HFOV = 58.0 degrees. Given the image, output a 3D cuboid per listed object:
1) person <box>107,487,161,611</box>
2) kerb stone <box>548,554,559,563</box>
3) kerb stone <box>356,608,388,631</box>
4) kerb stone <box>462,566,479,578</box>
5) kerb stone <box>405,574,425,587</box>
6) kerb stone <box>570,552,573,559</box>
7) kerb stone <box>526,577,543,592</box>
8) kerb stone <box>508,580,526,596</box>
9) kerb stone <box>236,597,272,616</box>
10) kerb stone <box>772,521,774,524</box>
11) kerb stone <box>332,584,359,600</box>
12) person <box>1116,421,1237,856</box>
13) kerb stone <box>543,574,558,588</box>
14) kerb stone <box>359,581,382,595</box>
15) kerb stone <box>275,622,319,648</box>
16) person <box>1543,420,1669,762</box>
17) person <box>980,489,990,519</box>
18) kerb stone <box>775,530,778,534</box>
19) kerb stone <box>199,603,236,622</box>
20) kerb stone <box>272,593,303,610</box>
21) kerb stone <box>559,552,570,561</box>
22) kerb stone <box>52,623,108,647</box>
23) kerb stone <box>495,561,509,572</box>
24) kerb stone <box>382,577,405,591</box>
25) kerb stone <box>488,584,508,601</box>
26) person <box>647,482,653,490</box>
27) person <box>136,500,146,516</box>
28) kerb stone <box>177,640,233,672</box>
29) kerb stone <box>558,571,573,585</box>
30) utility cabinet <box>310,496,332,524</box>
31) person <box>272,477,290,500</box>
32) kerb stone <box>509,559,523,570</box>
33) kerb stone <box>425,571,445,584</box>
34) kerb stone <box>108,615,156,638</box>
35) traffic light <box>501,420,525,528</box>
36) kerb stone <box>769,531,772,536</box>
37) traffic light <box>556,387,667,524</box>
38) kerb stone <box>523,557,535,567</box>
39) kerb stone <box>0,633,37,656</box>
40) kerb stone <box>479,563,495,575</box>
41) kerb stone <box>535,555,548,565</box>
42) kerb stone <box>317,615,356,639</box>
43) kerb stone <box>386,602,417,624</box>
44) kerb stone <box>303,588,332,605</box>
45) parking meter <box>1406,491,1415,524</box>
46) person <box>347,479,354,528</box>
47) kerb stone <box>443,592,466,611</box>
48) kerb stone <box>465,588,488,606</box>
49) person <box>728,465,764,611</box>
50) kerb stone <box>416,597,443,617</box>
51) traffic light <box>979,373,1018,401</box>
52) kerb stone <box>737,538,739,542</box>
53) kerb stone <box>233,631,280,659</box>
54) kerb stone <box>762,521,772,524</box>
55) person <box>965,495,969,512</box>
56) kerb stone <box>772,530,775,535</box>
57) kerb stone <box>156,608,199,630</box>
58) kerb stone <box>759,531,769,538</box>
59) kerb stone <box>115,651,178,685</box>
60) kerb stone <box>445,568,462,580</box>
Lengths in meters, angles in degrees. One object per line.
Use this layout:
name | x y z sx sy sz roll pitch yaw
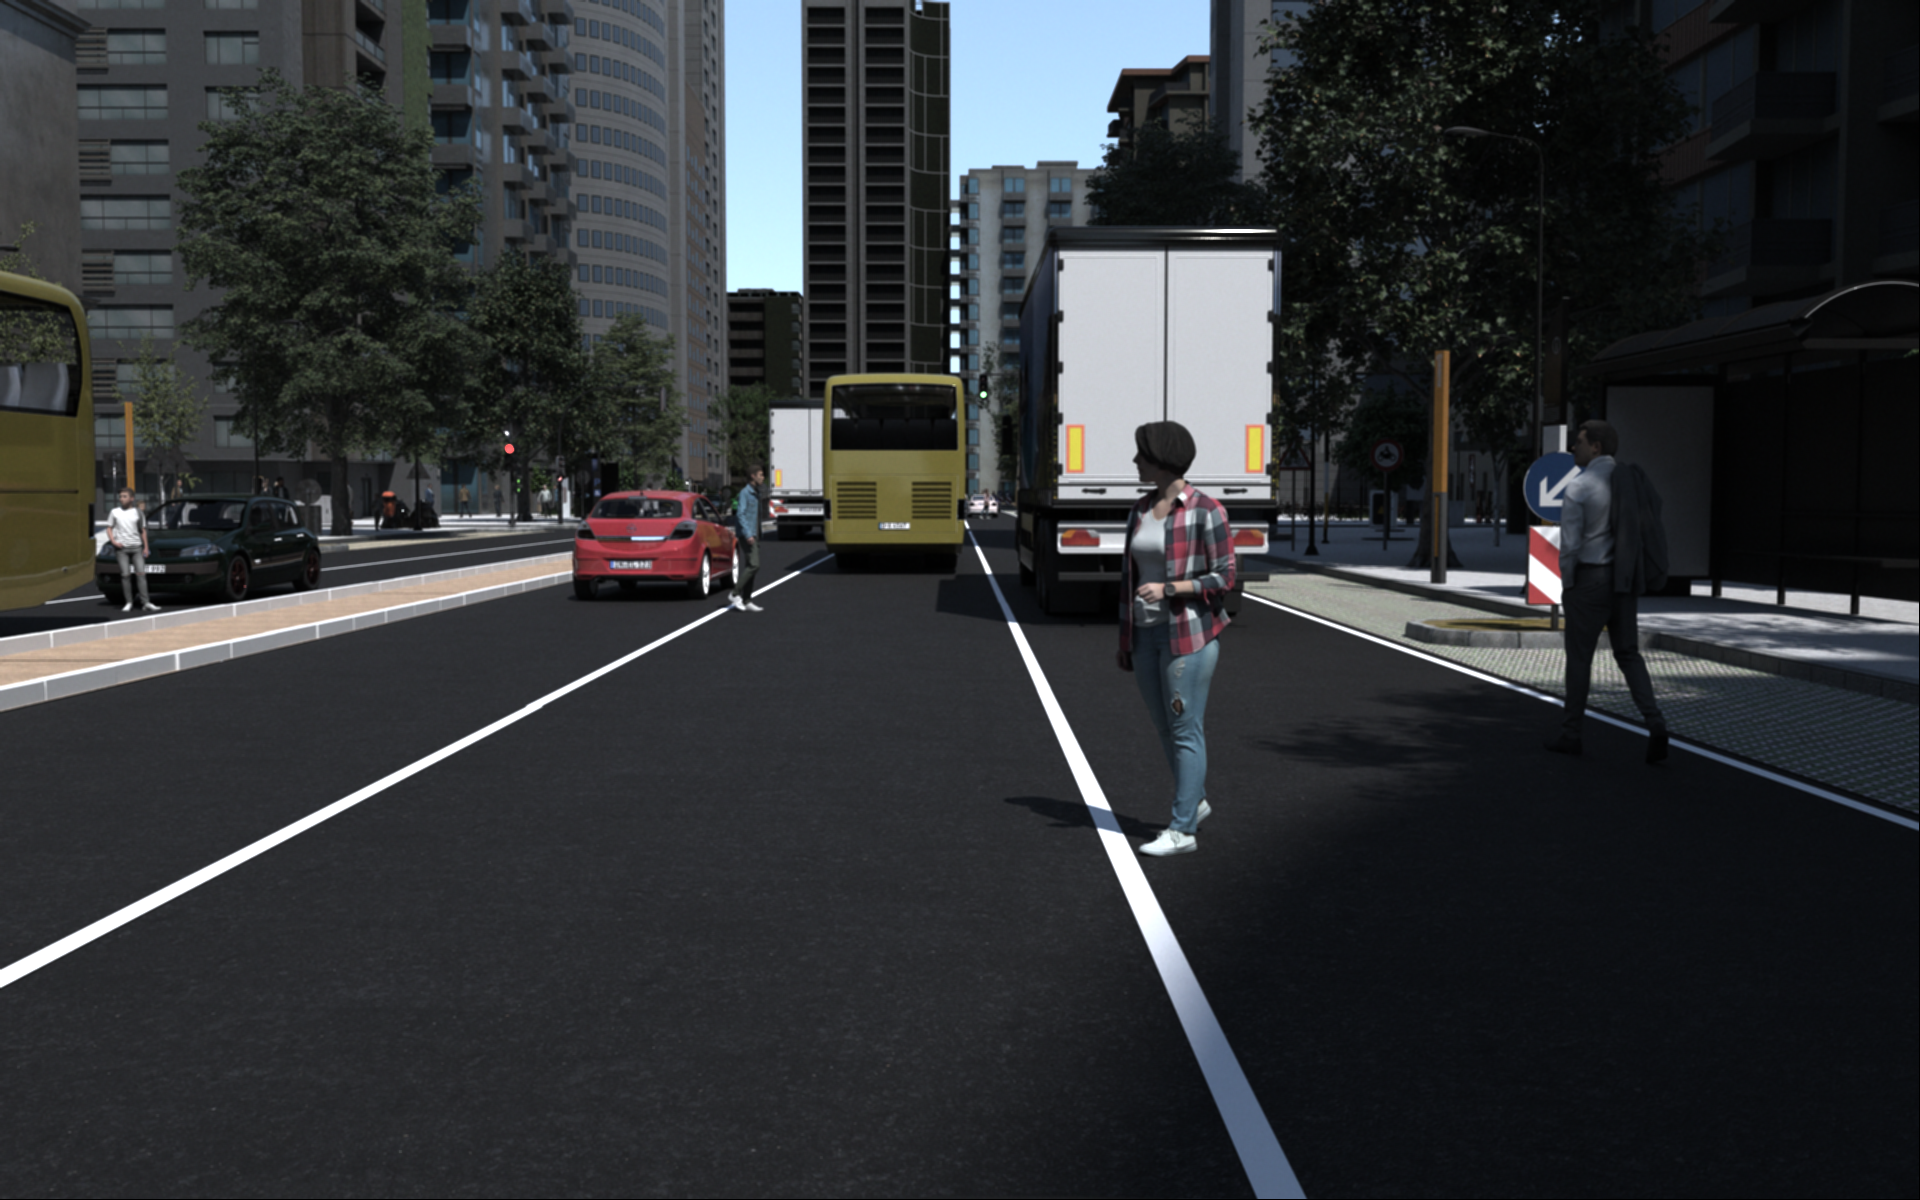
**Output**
person | -10.137 -0.620 21.233 0.523 1.515 0.503 2 4 27
kerb stone | -8.566 -0.844 36.031 0.120 0.150 1.000 0 4 0
kerb stone | -6.384 0.223 18.573 0.120 0.150 1.000 0 4 0
kerb stone | -8.535 -0.468 29.862 0.120 0.150 1.000 0 4 0
kerb stone | -8.525 -0.281 26.784 0.120 0.150 1.000 0 4 0
kerb stone | -8.574 -0.970 38.075 0.120 0.150 1.000 0 4 0
kerb stone | -6.412 -0.214 25.729 0.120 0.150 1.000 0 4 0
kerb stone | -6.412 -0.153 24.707 0.120 0.150 1.000 0 4 0
kerb stone | -8.492 0.098 20.646 0.120 0.150 1.000 0 4 0
kerb stone | -8.758 -3.512 79.610 0.120 0.150 1.000 0 4 0
kerb stone | -8.502 -0.093 23.718 0.120 0.150 1.000 0 4 0
person | 0.887 0.144 6.989 0.643 1.720 0.563 -2 4 -35
kerb stone | -6.421 -0.279 26.759 0.120 0.150 1.000 0 4 0
kerb stone | -8.516 -0.156 24.741 0.120 0.150 1.000 0 4 0
kerb stone | -6.380 0.347 16.517 0.120 0.150 1.000 0 4 0
person | 3.530 -0.048 9.378 0.679 1.850 0.850 -1 4 -21
person | 1.472 -5.630 101.134 0.643 1.750 0.593 1 4 12
kerb stone | -6.571 -2.348 60.580 0.120 0.150 1.000 0 4 0
kerb stone | -8.498 0.157 19.623 0.120 0.150 1.000 0 4 0
kerb stone | -8.500 0.034 21.667 0.120 0.150 1.000 0 4 0
kerb stone | -8.572 -0.909 37.053 0.120 0.150 1.000 0 4 0
kerb stone | -8.474 0.345 16.554 0.120 0.150 1.000 0 4 0
kerb stone | -8.545 -0.595 31.921 0.120 0.150 1.000 0 4 0
kerb stone | -8.516 -0.214 25.763 0.120 0.150 1.000 0 4 0
kerb stone | -6.408 -0.091 23.685 0.120 0.150 1.000 0 4 0
person | -11.141 -3.258 61.607 0.661 1.843 0.795 3 5 40
person | -16.490 -1.352 34.882 0.640 1.303 0.475 -2 4 -32
kerb stone | -6.362 0.472 14.474 0.120 0.150 1.000 0 4 0
kerb stone | -6.420 -0.340 27.781 0.120 0.150 1.000 0 4 0
utility cabinet | -27.274 -3.842 73.971 0.306 1.237 1.020 2 4 26
person | -21.529 -2.995 54.989 0.794 1.824 0.713 -1 4 -23
kerb stone | -8.547 -0.657 32.943 0.120 0.150 1.000 0 4 0
kerb stone | -8.525 -0.343 27.812 0.120 0.150 1.000 0 4 0
kerb stone | -8.478 0.287 17.576 0.120 0.150 1.000 0 4 0
traffic light | -16.873 -4.670 65.275 0.839 4.253 0.868 0 4 0
kerb stone | -6.559 -2.222 58.530 0.120 0.150 1.000 0 4 0
traffic light | -14.817 -6.033 73.304 4.771 5.953 1.251 0 4 0
kerb stone | -8.557 -0.720 33.968 0.120 0.150 1.000 0 4 0
kerb stone | -8.476 0.408 15.527 0.120 0.150 1.000 0 4 0
kerb stone | -8.537 -0.532 30.887 0.120 0.150 1.000 0 4 0
kerb stone | -8.560 -0.783 35.000 0.120 0.150 1.000 0 4 0
kerb stone | -6.377 0.285 17.547 0.120 0.150 1.000 0 4 0
kerb stone | -6.385 0.159 19.595 0.120 0.150 1.000 0 4 0
kerb stone | -8.507 -0.030 22.692 0.120 0.150 1.000 0 4 0
parking meter | 19.040 -4.128 73.196 0.255 1.863 0.399 2 4 34
person | -22.728 -3.562 64.239 0.622 1.834 0.822 2 4 26
kerb stone | -6.401 0.041 21.641 0.120 0.150 1.000 0 4 0
kerb stone | -6.399 -0.029 22.663 0.120 0.150 1.000 0 4 0
person | -2.595 -0.751 21.123 0.444 1.785 0.601 1 4 16
kerb stone | -6.394 0.098 20.617 0.120 0.150 1.000 0 4 0
traffic light | 3.096 -5.539 65.238 4.771 5.953 1.251 0 4 0
kerb stone | -6.542 -1.846 52.384 0.120 0.150 1.000 0 4 0
kerb stone | -6.365 0.412 15.496 0.120 0.150 1.000 0 4 0
kerb stone | -8.754 -3.449 78.588 0.120 0.150 1.000 0 4 0
person | 0.393 -7.911 138.508 0.731 1.740 0.598 1 4 12
kerb stone | -6.569 -2.285 59.552 0.120 0.150 1.000 0 4 0
kerb stone | -8.484 0.220 18.598 0.120 0.150 1.000 0 4 0
kerb stone | -6.552 -2.157 57.508 0.120 0.150 1.000 0 4 0
kerb stone | -6.375 0.535 13.452 0.120 0.150 1.000 0 4 0
kerb stone | -8.533 -0.406 28.834 0.120 0.150 1.000 0 4 0
